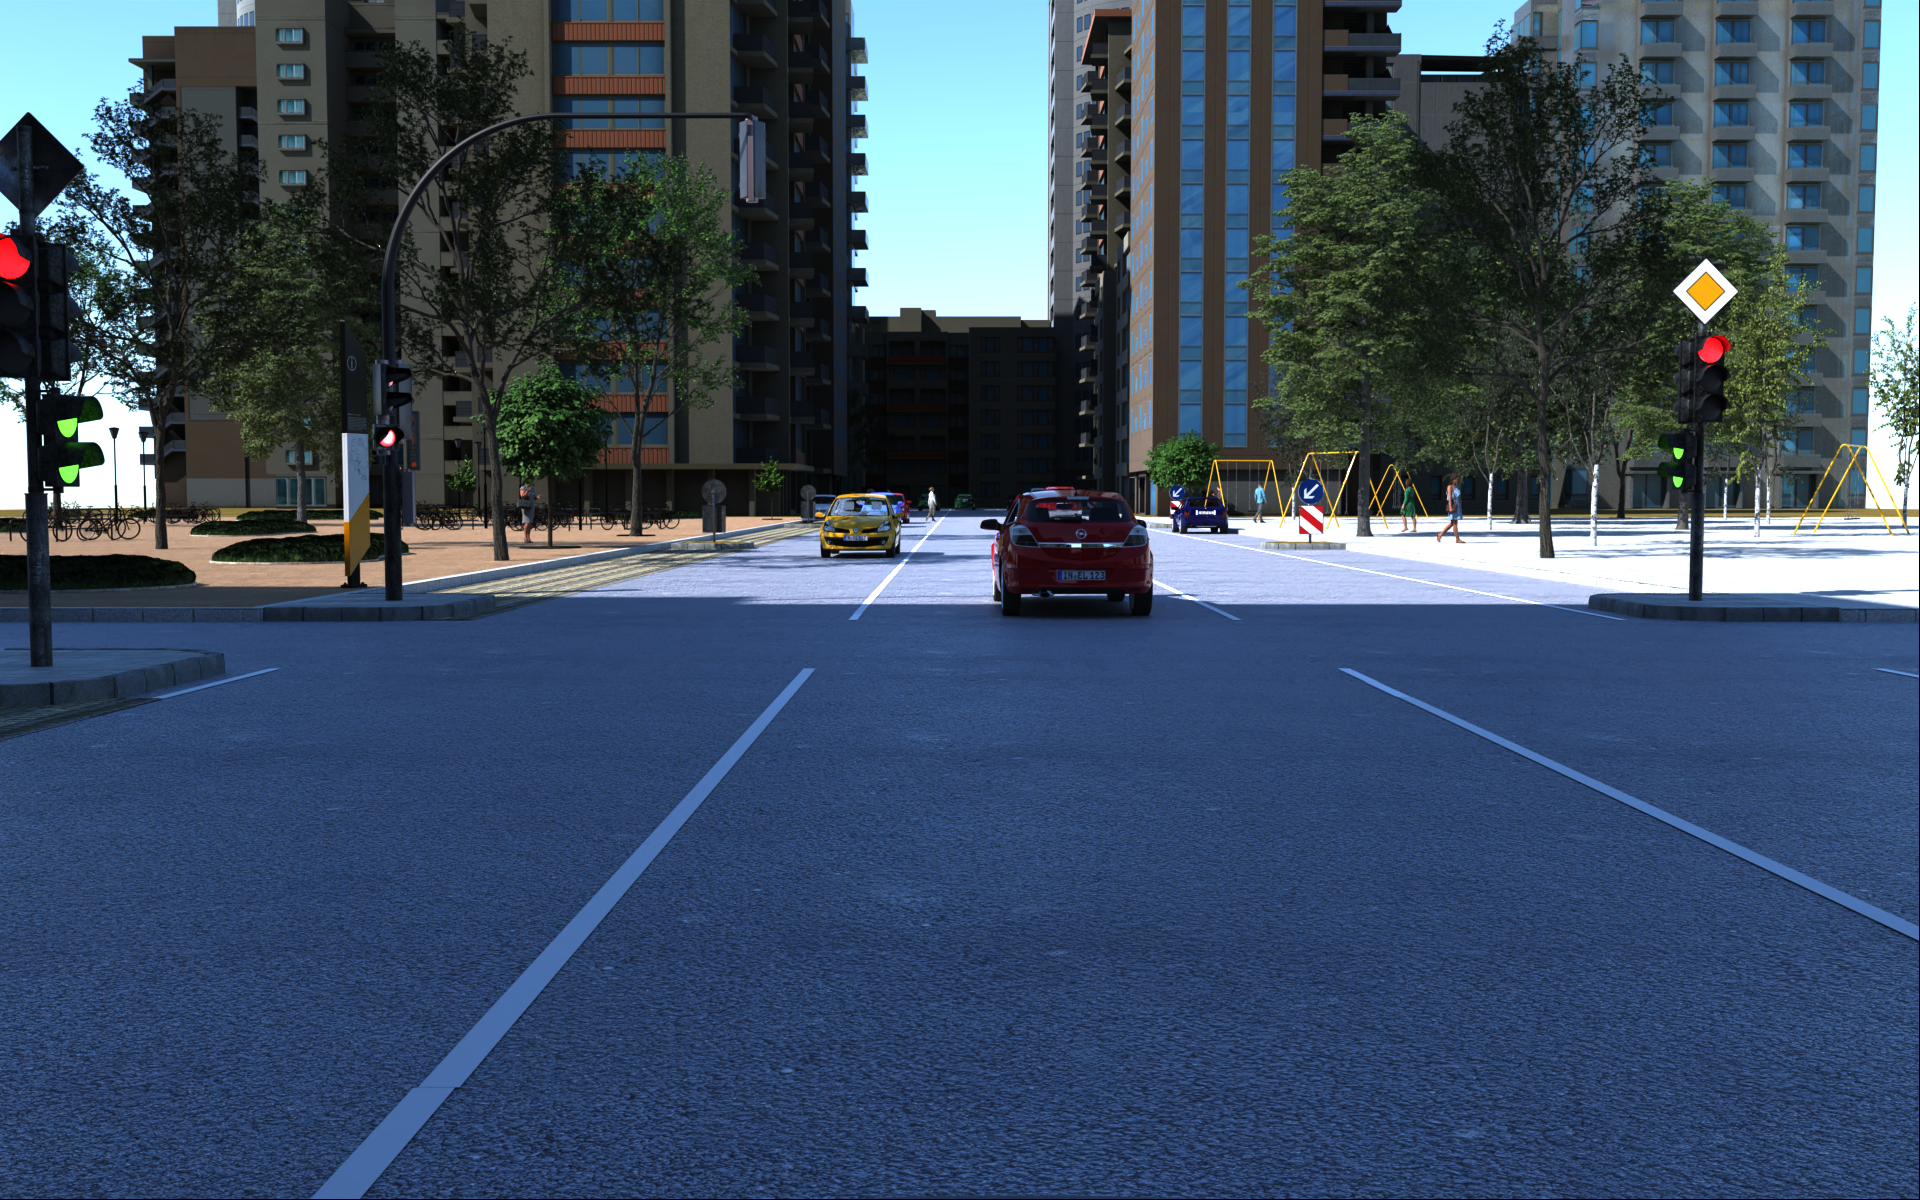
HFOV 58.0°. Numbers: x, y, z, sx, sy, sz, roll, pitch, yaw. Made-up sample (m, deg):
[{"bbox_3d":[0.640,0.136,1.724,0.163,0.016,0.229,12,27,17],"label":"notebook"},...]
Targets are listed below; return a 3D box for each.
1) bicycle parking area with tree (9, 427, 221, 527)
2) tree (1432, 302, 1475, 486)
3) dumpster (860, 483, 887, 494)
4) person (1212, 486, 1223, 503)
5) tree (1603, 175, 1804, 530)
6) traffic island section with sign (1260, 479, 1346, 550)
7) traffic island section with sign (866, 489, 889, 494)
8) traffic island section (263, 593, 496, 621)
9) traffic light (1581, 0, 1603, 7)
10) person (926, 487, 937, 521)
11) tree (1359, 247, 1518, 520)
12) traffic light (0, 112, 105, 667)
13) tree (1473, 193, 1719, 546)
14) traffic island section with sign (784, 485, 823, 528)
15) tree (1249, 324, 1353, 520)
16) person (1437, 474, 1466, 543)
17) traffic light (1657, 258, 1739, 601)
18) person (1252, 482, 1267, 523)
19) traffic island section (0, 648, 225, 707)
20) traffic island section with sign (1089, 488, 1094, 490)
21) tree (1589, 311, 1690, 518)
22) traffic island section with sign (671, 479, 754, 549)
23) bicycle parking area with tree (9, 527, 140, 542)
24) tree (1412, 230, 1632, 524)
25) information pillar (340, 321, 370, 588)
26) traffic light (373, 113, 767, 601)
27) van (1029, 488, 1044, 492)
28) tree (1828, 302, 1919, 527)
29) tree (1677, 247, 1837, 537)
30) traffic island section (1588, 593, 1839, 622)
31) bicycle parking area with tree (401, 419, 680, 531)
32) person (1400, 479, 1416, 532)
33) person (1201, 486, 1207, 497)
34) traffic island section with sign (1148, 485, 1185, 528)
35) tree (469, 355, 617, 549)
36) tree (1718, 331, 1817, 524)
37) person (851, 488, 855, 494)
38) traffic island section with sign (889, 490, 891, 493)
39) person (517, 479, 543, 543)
[{"bbox_3d":[-37.118,-5.515,77.165,9.016,4.147,8.231,0,4,1],"label":"bicycle parking area with tree"},{"bbox_3d":[18.927,-6.815,61.789,4.360,8.622,3.978,0,3,0],"label":"tree"},{"bbox_3d":[-6.489,-7.657,130.141,1.985,2.255,1.502,0,4,2],"label":"dumpster"},{"bbox_3d":[14.440,-5.558,97.445,0.750,1.759,0.617,1,4,21],"label":"person"},{"bbox_3d":[26.445,-8.819,62.322,7.486,12.596,7.792,0,3,0],"label":"tree"},{"bbox_3d":[8.955,-2.254,45.476,1.989,1.847,2.006,0,4,0],"label":"traffic island section with sign"},{"bbox_3d":[-6.276,-6.994,122.973,1.989,1.847,2.006,0,4,0],"label":"traffic island section with sign"},{"bbox_3d":[-6.855,0.083,20.921,2.009,0.180,2.903,0,4,0],"label":"traffic island section"},{"bbox_3d":[6.735,-2.323,12.642,4.771,5.953,1.251,0,4,0],"label":"traffic light"},{"bbox_3d":[-1.515,-5.004,90.539,0.641,1.798,0.478,-1,4,-12],"label":"person"},{"bbox_3d":[24.757,-10.953,85.736,9.857,13.997,8.962,0,3,0],"label":"tree"},{"bbox_3d":[-6.834,-1.461,12.801,0.839,4.253,0.868,0,4,0],"label":"traffic light"},{"bbox_3d":[15.600,-5.652,42.768,4.360,8.622,3.978,0,3,0],"label":"tree"},{"bbox_3d":[-6.388,-3.958,73.349,1.989,1.847,2.006,0,4,0],"label":"traffic island section with sign"},{"bbox_3d":[14.625,-7.527,73.432,4.360,8.622,3.978,0,3,0],"label":"tree"},{"bbox_3d":[12.812,-2.388,45.180,0.778,1.811,0.616,2,4,35],"label":"person"},{"bbox_3d":[8.847,-1.948,20.763,0.839,4.253,0.868,0,4,0],"label":"traffic light"},{"bbox_3d":[13.333,-4.365,77.272,0.748,1.841,0.638,-1,4,-18],"label":"person"},{"bbox_3d":[-6.875,0.572,12.936,2.009,0.180,2.903,0,4,0],"label":"traffic island section"},{"bbox_3d":[9.147,-6.973,122.631,1.989,1.847,2.006,0,4,0],"label":"traffic island section with sign"},{"bbox_3d":[35.025,-10.142,91.572,9.928,11.665,9.643,0,3,0],"label":"tree"},{"bbox_3d":[-6.465,-2.257,45.524,1.989,1.847,2.006,0,4,0],"label":"traffic island section with sign"},{"bbox_3d":[-27.877,-3.654,46.739,8.231,4.147,9.016,3,4,36],"label":"bicycle parking area with tree"},{"bbox_3d":[24.213,-9.633,74.505,9.611,12.733,9.660,0,3,0],"label":"tree"},{"bbox_3d":[-8.286,-1.979,23.717,0.183,3.616,0.504,1,4,16],"label":"information pillar"},{"bbox_3d":[-4.722,-2.823,20.816,4.771,5.953,1.251,0,4,0],"label":"traffic light"},{"bbox_3d":[5.479,-6.988,121.267,2.013,2.044,4.112,0,4,-1],"label":"van"},{"bbox_3d":[37.055,-7.149,67.252,4.737,8.622,4.395,0,3,0],"label":"tree"},{"bbox_3d":[23.496,-6.179,51.389,4.737,8.622,4.395,0,3,0],"label":"tree"},{"bbox_3d":[8.887,0.086,20.877,2.009,0.180,2.903,0,4,0],"label":"traffic island section"},{"bbox_3d":[-15.447,-4.648,62.995,9.016,4.147,8.231,-3,5,-40],"label":"bicycle parking area with tree"},{"bbox_3d":[15.066,-3.168,58.095,0.529,1.795,0.600,2,4,35],"label":"person"},{"bbox_3d":[14.052,-5.647,98.899,0.721,1.766,1.217,0,4,1],"label":"person"},{"bbox_3d":[9.018,-3.967,73.489,1.989,1.847,2.006,0,4,0],"label":"traffic island section with sign"},{"bbox_3d":[-9.819,-3.504,40.998,4.285,4.588,4.351,0,3,0],"label":"tree"},{"bbox_3d":[34.386,-7.541,73.660,4.360,8.622,3.978,0,3,0],"label":"tree"},{"bbox_3d":[-8.667,-8.256,141.737,0.721,1.736,1.217,-3,5,-43],"label":"person"},{"bbox_3d":[-6.213,-8.642,149.928,1.989,1.847,2.006,0,4,0],"label":"traffic island section with sign"},{"bbox_3d":[-11.313,-2.388,45.438,0.532,1.782,0.716,2,4,28],"label":"person"}]
